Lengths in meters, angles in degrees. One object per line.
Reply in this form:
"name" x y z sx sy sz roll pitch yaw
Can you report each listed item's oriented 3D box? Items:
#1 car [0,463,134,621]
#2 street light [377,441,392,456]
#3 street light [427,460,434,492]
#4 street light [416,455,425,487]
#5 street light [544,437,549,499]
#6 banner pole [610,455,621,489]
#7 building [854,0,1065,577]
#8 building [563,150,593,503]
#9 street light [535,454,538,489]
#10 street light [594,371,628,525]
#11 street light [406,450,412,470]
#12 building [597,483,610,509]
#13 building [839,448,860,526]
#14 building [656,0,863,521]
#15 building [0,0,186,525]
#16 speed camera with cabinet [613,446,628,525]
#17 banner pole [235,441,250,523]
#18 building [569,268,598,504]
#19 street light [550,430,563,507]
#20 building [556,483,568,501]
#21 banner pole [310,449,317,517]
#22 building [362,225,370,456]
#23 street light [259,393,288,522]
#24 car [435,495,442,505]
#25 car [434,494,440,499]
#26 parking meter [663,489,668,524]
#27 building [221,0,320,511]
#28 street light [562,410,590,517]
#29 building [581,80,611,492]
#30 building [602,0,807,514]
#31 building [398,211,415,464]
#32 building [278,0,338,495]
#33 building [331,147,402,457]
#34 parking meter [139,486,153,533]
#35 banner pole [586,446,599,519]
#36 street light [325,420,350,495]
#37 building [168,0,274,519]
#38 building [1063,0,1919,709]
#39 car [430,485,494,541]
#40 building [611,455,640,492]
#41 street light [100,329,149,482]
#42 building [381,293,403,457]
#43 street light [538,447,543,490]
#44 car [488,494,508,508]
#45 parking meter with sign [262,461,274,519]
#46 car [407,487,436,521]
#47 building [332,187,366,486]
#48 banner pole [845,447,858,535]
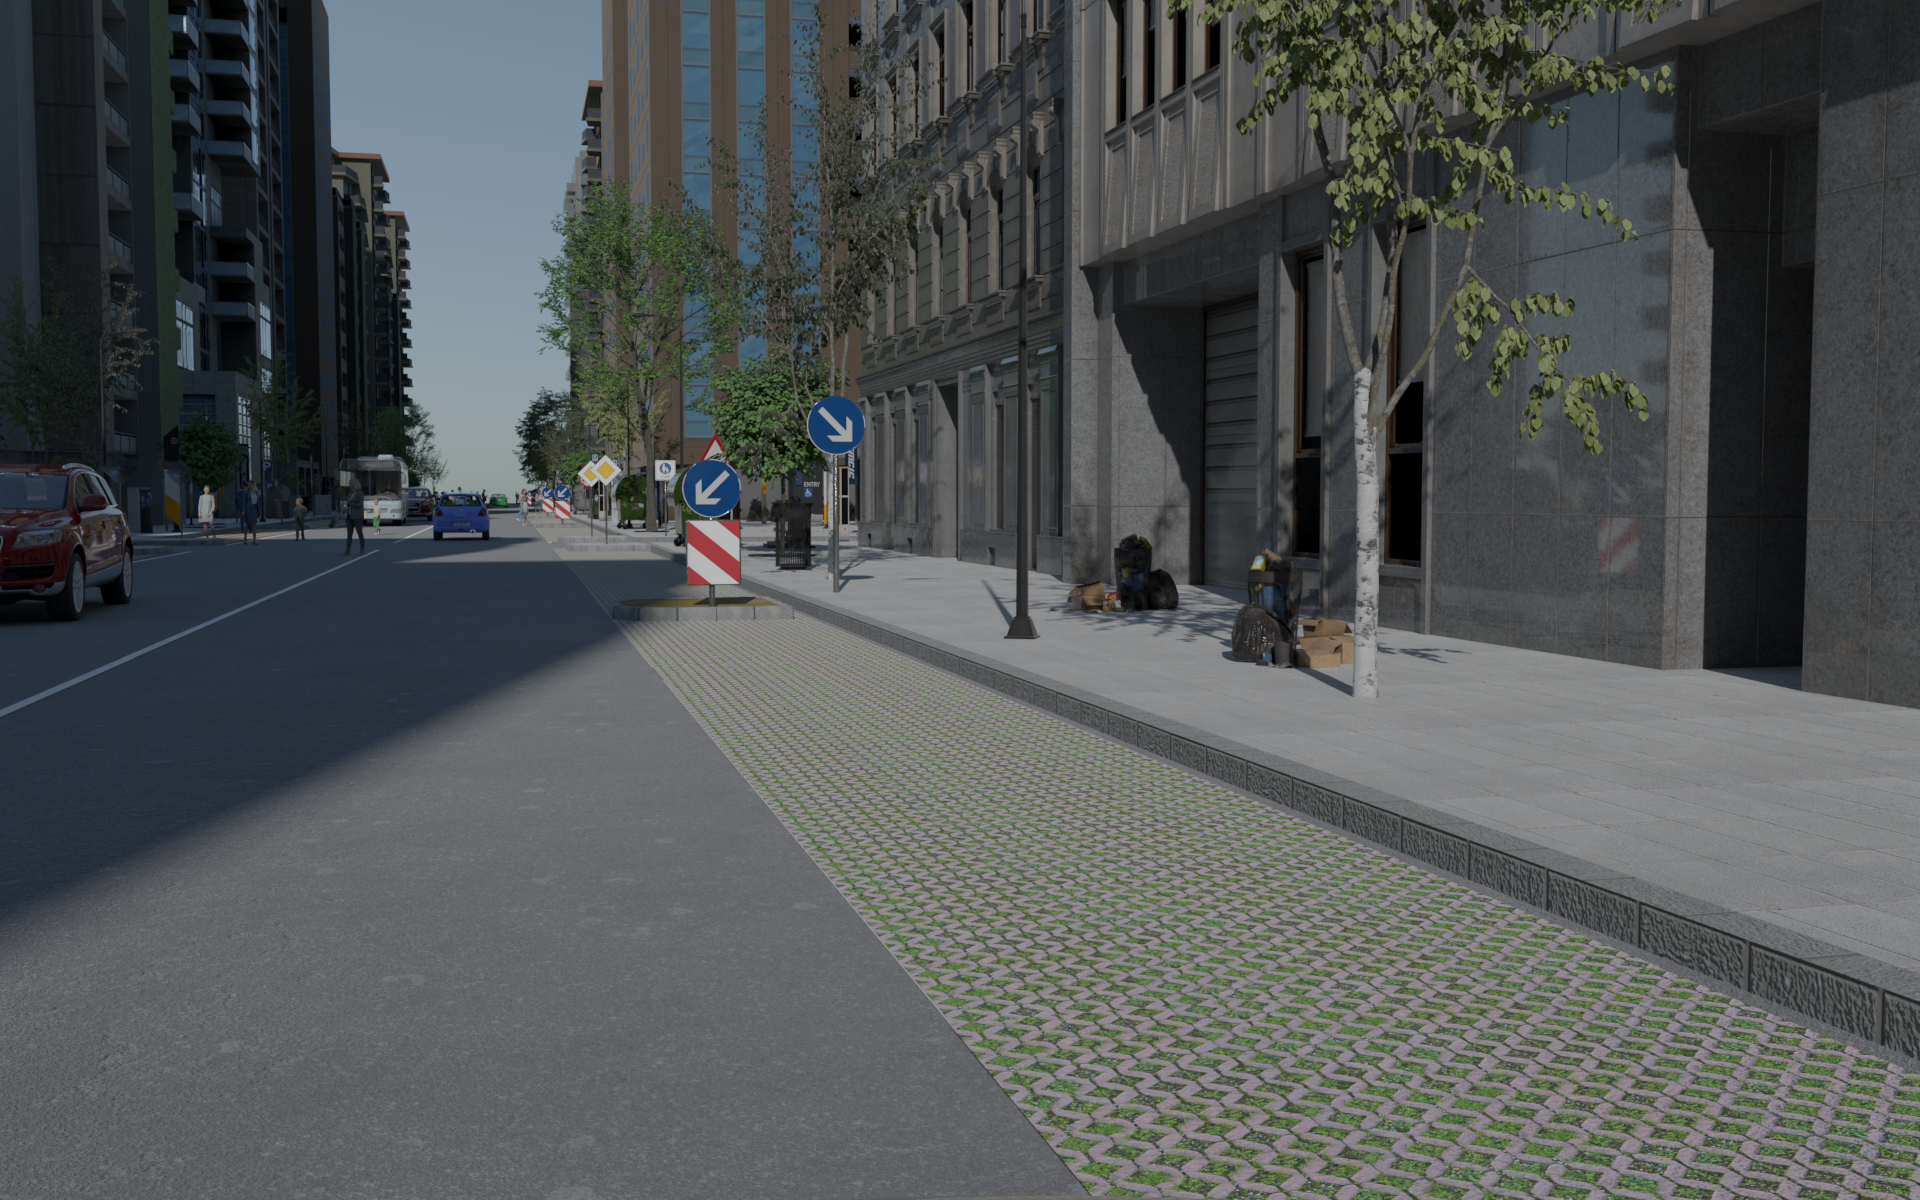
"car" -11.403 -0.747 20.882 2.281 1.827 5.304 -1 4 -16
"street light" -50.557 -10.987 152.182 1.470 5.913 1.316 -1 4 -15
"street light" -71.855 -15.998 234.101 1.470 5.913 1.316 -1 4 -15
"street light" -63.993 -14.158 204.019 1.470 5.913 1.316 -1 4 -15
"street light" -32.690 -10.248 140.087 1.470 5.913 1.316 -1 4 -15
"banner pole" -20.753 -7.017 104.742 0.863 3.779 0.401 -1 4 -11
"building" 4.271 -11.338 34.530 9.793 20.994 18.267 -1 4 -15
"building" -44.024 -38.183 243.902 23.786 49.044 30.456 -1 4 -15
"street light" -47.904 -13.833 198.717 1.470 5.913 1.316 -1 4 -15
"street light" -12.990 -5.654 64.991 1.470 5.913 1.316 -1 4 -15
"street light" -58.346 -12.817 182.094 1.470 5.913 1.316 -1 4 -15
"building" -17.058 -28.597 159.436 32.217 40.220 23.993 -1 4 -15
"building" 9.544 -25.368 69.392 28.867 44.769 22.147 -1 4 -15
"building" -9.678 -26.891 89.775 14.600 45.320 14.200 -1 4 -15
"building" -38.928 -23.398 66.145 14.154 41.232 14.086 -1 4 -15
"speed camera with cabinet" -14.011 -4.719 71.493 0.660 3.252 2.038 -1 4 -10
"banner pole" -31.411 -5.238 75.650 0.863 3.779 0.401 0 4 4
"building" -42.666 -27.498 221.297 14.160 30.474 14.107 -1 4 -15
"street light" -28.697 -9.325 125.004 1.470 5.913 1.316 -1 4 -15
"building" -47.087 -35.488 272.105 32.217 40.220 23.993 -1 4 -15
"banner pole" -36.185 -6.528 96.748 0.401 3.779 0.863 -1 4 -12
"building" -67.529 -24.619 174.214 14.160 30.474 14.107 -1 4 -15
"street light" -31.400 -6.525 79.228 1.470 5.913 1.316 -1 4 -15
"car" -50.283 -9.520 168.232 1.945 1.354 3.894 -1 4 -16
"car" -65.157 -12.513 214.815 2.015 1.641 3.980 -1 4 -14
"parking meter" -12.920 -4.106 75.551 0.372 1.533 0.369 0 3 0
"building" -59.055 -42.128 127.053 20.563 71.187 20.611 -1 4 -15
"street light" -20.942 -7.512 95.365 1.470 5.913 1.316 -1 4 -15
"building" -28.639 -32.410 184.531 22.147 44.769 28.867 -1 4 -15
"building" -20.927 -29.843 138.049 14.600 45.320 14.200 -1 4 -15
"building" -93.285 -36.868 257.410 22.147 44.769 28.867 -1 4 -15
"building" -60.614 -30.299 145.507 14.600 45.320 14.200 -1 4 -15
"building" -82.408 -34.270 214.931 22.147 44.769 28.867 -1 4 -15
"parking meter" -26.711 -2.962 56.839 0.372 1.533 0.369 0 3 0
"banner pole" -19.177 -6.148 90.542 0.863 3.779 0.401 2 4 30
"street light" -39.105 -8.317 108.518 1.470 5.913 1.316 -1 4 -15
"building" -52.682 -48.196 100.684 22.319 86.520 31.000 -1 4 -15
"building" 9.800 -12.118 16.152 12.078 24.808 19.932 -1 4 -15
"car" -15.739 -2.760 54.714 1.945 1.707 3.694 -1 4 -15
"building" -12.518 -41.358 114.452 20.563 71.187 20.611 -1 4 -15
"street light" -23.492 -4.659 48.713 1.470 5.913 1.316 -1 4 -15
"building" -84.466 -28.512 237.871 14.160 30.474 14.107 -1 4 -15
"street light" -40.272 -12.041 169.409 1.470 5.913 1.316 -1 4 -15
"car" -46.201 -10.064 173.334 1.959 1.807 4.718 -1 4 -15
"parking meter with sign" -36.253 -5.784 90.828 0.543 3.016 1.738 -2 4 -27
"car" -29.083 -5.120 92.377 2.281 1.827 5.304 -1 4 -14
"building" -63.674 -23.790 160.665 14.160 30.474 14.107 -1 4 -15
"banner pole" -3.278 -3.935 54.354 0.863 3.779 0.401 2 4 29
